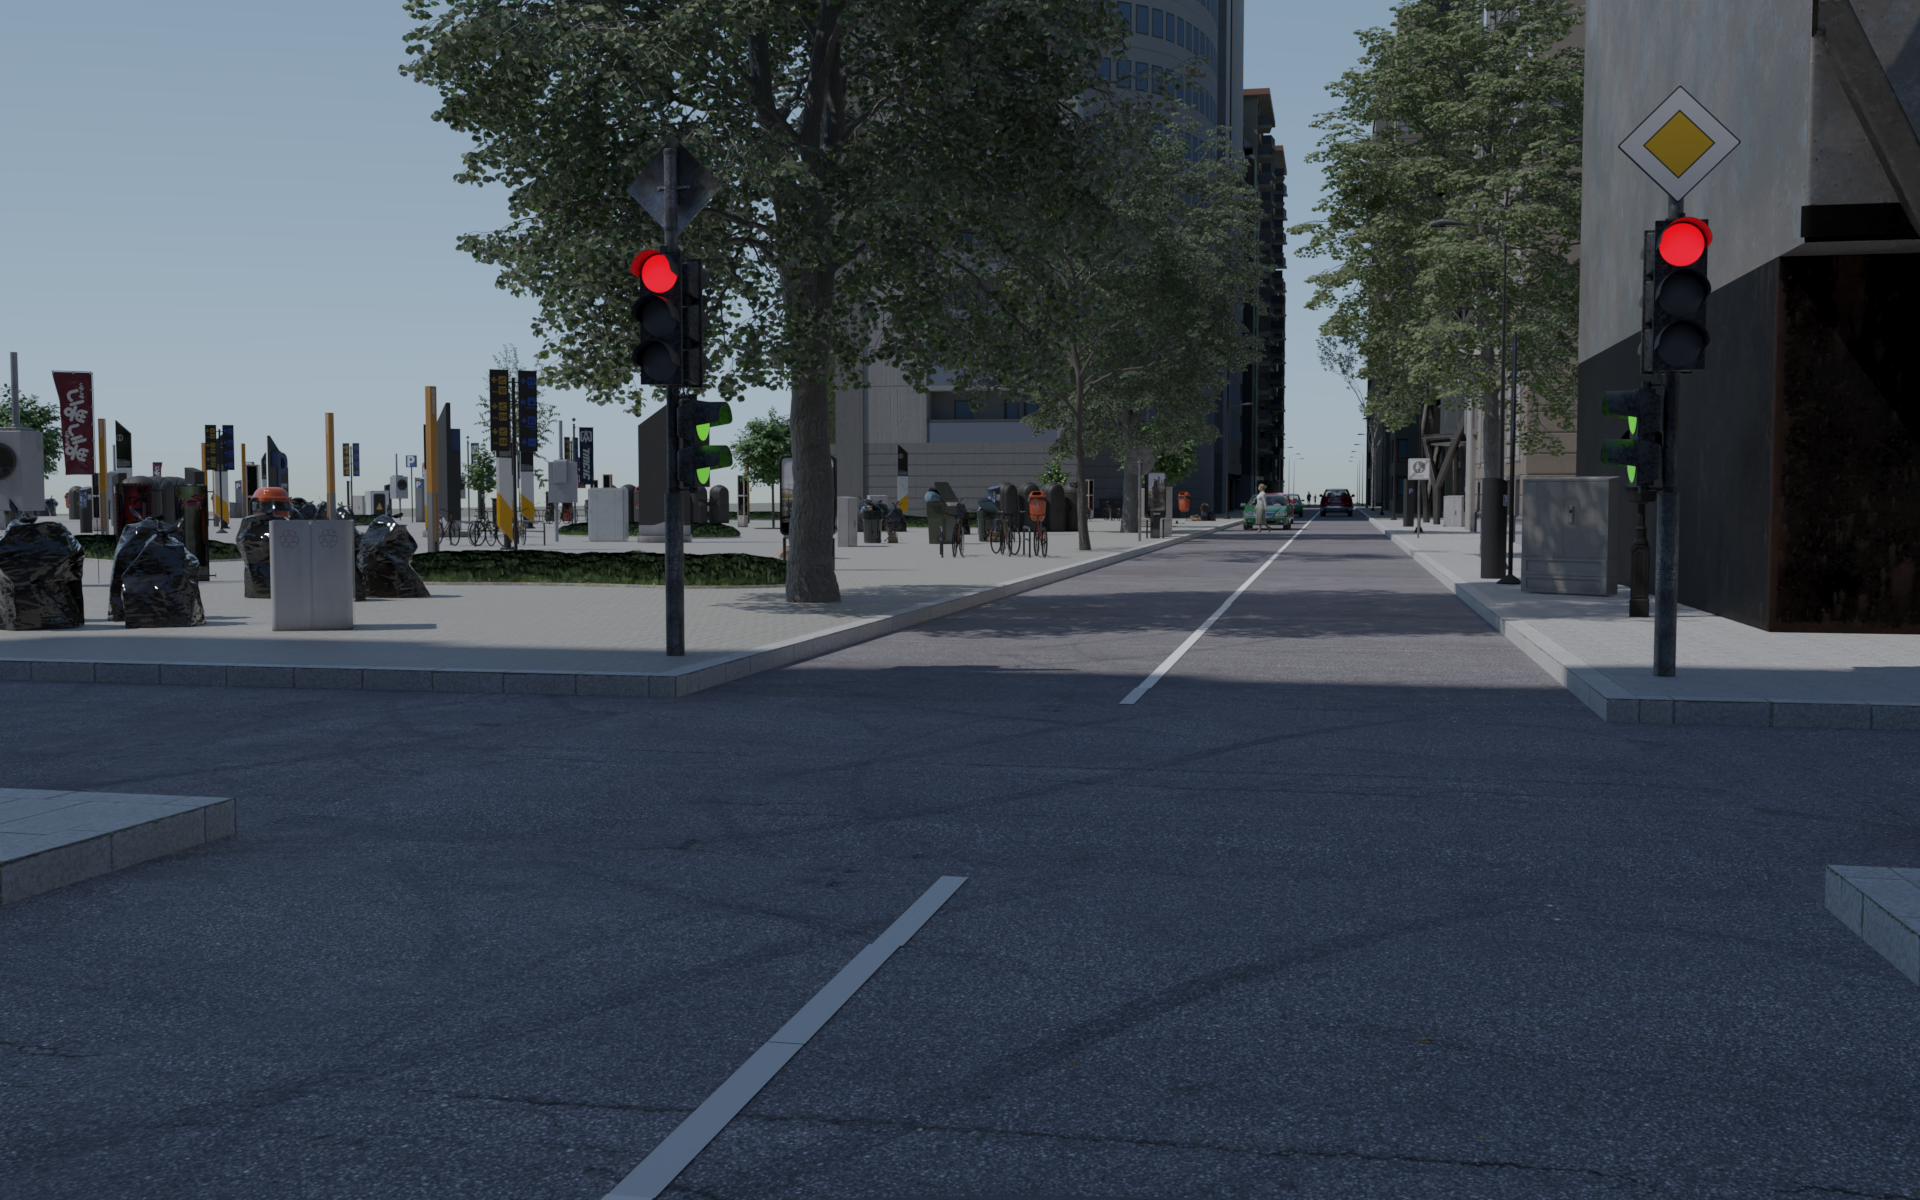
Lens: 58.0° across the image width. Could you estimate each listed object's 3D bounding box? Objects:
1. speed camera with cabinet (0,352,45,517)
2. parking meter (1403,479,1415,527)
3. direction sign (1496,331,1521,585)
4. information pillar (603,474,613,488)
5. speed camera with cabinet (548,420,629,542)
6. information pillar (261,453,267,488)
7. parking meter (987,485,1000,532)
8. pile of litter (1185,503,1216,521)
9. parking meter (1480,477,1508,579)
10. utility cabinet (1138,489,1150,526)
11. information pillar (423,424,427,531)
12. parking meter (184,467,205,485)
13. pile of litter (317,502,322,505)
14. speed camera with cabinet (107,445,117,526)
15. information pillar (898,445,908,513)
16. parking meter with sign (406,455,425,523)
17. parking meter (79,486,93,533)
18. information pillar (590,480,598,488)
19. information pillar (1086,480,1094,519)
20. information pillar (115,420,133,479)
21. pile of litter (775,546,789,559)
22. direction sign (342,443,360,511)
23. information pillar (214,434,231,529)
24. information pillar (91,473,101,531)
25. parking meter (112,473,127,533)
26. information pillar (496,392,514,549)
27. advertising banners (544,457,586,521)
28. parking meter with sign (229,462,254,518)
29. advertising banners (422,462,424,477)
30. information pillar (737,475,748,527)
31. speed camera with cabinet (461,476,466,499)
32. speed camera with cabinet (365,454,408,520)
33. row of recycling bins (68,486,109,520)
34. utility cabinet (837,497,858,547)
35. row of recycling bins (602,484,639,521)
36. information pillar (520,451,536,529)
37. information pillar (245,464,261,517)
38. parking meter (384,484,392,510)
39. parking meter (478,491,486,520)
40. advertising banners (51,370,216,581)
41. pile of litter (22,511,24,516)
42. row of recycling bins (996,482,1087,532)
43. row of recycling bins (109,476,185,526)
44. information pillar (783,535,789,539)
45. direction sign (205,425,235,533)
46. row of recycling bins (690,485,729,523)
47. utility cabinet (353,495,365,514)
[{"bbox_3d":[-13.866,-1.817,24.051,2.038,3.252,0.660,0,4,3],"label":"speed camera with cabinet"},{"bbox_3d":[17.598,-3.802,67.870,0.399,1.863,0.255,-1,4,-20],"label":"parking meter"},{"bbox_3d":[7.846,-1.994,24.593,0.379,3.537,0.876,1,4,15],"label":"direction sign"},{"bbox_3d":[-13.010,-3.639,63.993,0.304,2.012,0.304,0,4,3],"label":"information pillar"},{"bbox_3d":[-10.021,-3.203,46.705,2.038,3.252,0.660,0,3,0],"label":"speed camera with cabinet"},{"bbox_3d":[-39.143,-6.490,97.462,0.183,3.616,0.504,0,4,5],"label":"information pillar"},{"bbox_3d":[0.970,-2.517,49.559,0.372,1.533,0.369,0,3,0],"label":"parking meter"},{"bbox_3d":[11.454,-4.185,82.386,1.719,0.858,1.176,-1,4,-14],"label":"pile of litter"},{"bbox_3d":[8.104,-1.093,26.277,0.372,1.533,0.369,0,3,0],"label":"parking meter"},{"bbox_3d":[7.757,-3.725,69.587,1.173,1.500,0.318,2,4,25],"label":"utility cabinet"},{"bbox_3d":[-17.875,-4.092,58.258,0.183,3.616,0.504,1,4,11],"label":"information pillar"},{"bbox_3d":[-16.650,-1.958,37.732,0.399,1.863,0.255,2,4,28],"label":"parking meter"},{"bbox_3d":[-34.880,-4.907,94.194,1.719,0.858,1.176,2,4,33],"label":"pile of litter"},{"bbox_3d":[-33.212,-4.610,69.706,2.038,3.252,0.660,-1,4,-10],"label":"speed camera with cabinet"},{"bbox_3d":[-2.692,-5.492,81.155,0.504,3.616,0.183,0,4,-7],"label":"information pillar"},{"bbox_3d":[-24.312,-5.031,78.519,0.543,3.016,1.738,1,4,21],"label":"parking meter with sign"},{"bbox_3d":[-28.795,-2.975,57.051,0.372,1.533,0.369,0,3,0],"label":"parking meter"},{"bbox_3d":[-18.814,-5.175,89.097,0.304,2.012,0.304,3,4,39],"label":"information pillar"},{"bbox_3d":[6.628,-5.139,88.521,0.304,2.012,0.304,-2,4,-26],"label":"information pillar"},{"bbox_3d":[-26.472,-3.884,54.855,0.504,3.616,0.183,0,4,2],"label":"information pillar"},{"bbox_3d":[-3.135,-1.247,34.349,1.176,0.858,1.719,1,4,20],"label":"pile of litter"},{"bbox_3d":[-27.000,-5.191,76.865,0.876,3.537,0.379,1,4,19],"label":"direction sign"},{"bbox_3d":[-27.206,-4.432,63.812,0.504,3.616,0.183,-3,5,-41],"label":"information pillar"},{"bbox_3d":[-29.587,-3.365,59.506,0.304,2.012,0.304,0,4,8],"label":"information pillar"},{"bbox_3d":[-23.147,-2.570,47.734,0.399,1.863,0.255,3,4,36],"label":"parking meter"},{"bbox_3d":[-10.447,-2.957,39.708,0.183,3.616,0.504,1,4,22],"label":"information pillar"},{"bbox_3d":[-18.559,-5.226,81.635,2.074,3.025,0.090,-1,4,-10],"label":"advertising banners"},{"bbox_3d":[-38.414,-5.890,92.570,0.543,3.016,1.738,1,4,9],"label":"parking meter with sign"},{"bbox_3d":[-29.283,-6.063,95.310,0.090,3.025,2.074,-2,4,-32],"label":"advertising banners"},{"bbox_3d":[-8.392,-3.815,66.866,0.304,2.012,0.304,1,4,21],"label":"information pillar"},{"bbox_3d":[-24.600,-5.429,83.104,0.660,3.252,2.038,1,4,23],"label":"speed camera with cabinet"},{"bbox_3d":[-27.825,-5.486,84.027,0.660,3.252,2.038,3,5,40],"label":"speed camera with cabinet"},{"bbox_3d":[-43.047,-4.906,87.334,3.534,1.692,1.069,-1,4,-12],"label":"row of recycling bins"},{"bbox_3d":[-2.744,-1.908,42.361,0.306,1.237,1.020,1,4,9],"label":"utility cabinet"},{"bbox_3d":[-13.409,-3.943,71.579,3.534,1.692,1.069,2,4,29],"label":"row of recycling bins"},{"bbox_3d":[-16.017,-4.453,64.162,0.504,3.616,0.183,-1,4,-21],"label":"information pillar"},{"bbox_3d":[-17.584,-2.363,43.129,0.304,2.012,0.304,-1,4,-12],"label":"information pillar"},{"bbox_3d":[-31.951,-5.566,96.711,0.399,1.863,0.255,-3,4,-36],"label":"parking meter"},{"bbox_3d":[-24.047,-4.810,87.058,0.372,1.533,0.369,0,3,0],"label":"parking meter"},{"bbox_3d":[-11.915,-1.764,25.033,2.074,3.025,0.090,-2,4,-27],"label":"advertising banners"},{"bbox_3d":[-40.123,-3.635,73.397,1.719,0.858,1.176,-3,5,-42],"label":"pile of litter"},{"bbox_3d":[2.733,-3.160,58.771,3.534,1.692,1.069,-2,4,-27],"label":"row of recycling bins"},{"bbox_3d":[-18.420,-2.008,39.948,1.069,1.692,3.534,-1,4,-9],"label":"row of recycling bins"},{"bbox_3d":[-4.921,-2.770,49.782,0.304,2.012,0.304,0,4,-1],"label":"information pillar"},{"bbox_3d":[-24.173,-3.952,56.616,0.876,3.537,0.379,-1,4,-14],"label":"direction sign"},{"bbox_3d":[-11.892,-4.212,75.986,3.534,1.692,1.069,-1,4,-16],"label":"row of recycling bins"},{"bbox_3d":[-32.638,-5.070,94.061,1.020,1.237,0.306,2,4,35],"label":"utility cabinet"}]
